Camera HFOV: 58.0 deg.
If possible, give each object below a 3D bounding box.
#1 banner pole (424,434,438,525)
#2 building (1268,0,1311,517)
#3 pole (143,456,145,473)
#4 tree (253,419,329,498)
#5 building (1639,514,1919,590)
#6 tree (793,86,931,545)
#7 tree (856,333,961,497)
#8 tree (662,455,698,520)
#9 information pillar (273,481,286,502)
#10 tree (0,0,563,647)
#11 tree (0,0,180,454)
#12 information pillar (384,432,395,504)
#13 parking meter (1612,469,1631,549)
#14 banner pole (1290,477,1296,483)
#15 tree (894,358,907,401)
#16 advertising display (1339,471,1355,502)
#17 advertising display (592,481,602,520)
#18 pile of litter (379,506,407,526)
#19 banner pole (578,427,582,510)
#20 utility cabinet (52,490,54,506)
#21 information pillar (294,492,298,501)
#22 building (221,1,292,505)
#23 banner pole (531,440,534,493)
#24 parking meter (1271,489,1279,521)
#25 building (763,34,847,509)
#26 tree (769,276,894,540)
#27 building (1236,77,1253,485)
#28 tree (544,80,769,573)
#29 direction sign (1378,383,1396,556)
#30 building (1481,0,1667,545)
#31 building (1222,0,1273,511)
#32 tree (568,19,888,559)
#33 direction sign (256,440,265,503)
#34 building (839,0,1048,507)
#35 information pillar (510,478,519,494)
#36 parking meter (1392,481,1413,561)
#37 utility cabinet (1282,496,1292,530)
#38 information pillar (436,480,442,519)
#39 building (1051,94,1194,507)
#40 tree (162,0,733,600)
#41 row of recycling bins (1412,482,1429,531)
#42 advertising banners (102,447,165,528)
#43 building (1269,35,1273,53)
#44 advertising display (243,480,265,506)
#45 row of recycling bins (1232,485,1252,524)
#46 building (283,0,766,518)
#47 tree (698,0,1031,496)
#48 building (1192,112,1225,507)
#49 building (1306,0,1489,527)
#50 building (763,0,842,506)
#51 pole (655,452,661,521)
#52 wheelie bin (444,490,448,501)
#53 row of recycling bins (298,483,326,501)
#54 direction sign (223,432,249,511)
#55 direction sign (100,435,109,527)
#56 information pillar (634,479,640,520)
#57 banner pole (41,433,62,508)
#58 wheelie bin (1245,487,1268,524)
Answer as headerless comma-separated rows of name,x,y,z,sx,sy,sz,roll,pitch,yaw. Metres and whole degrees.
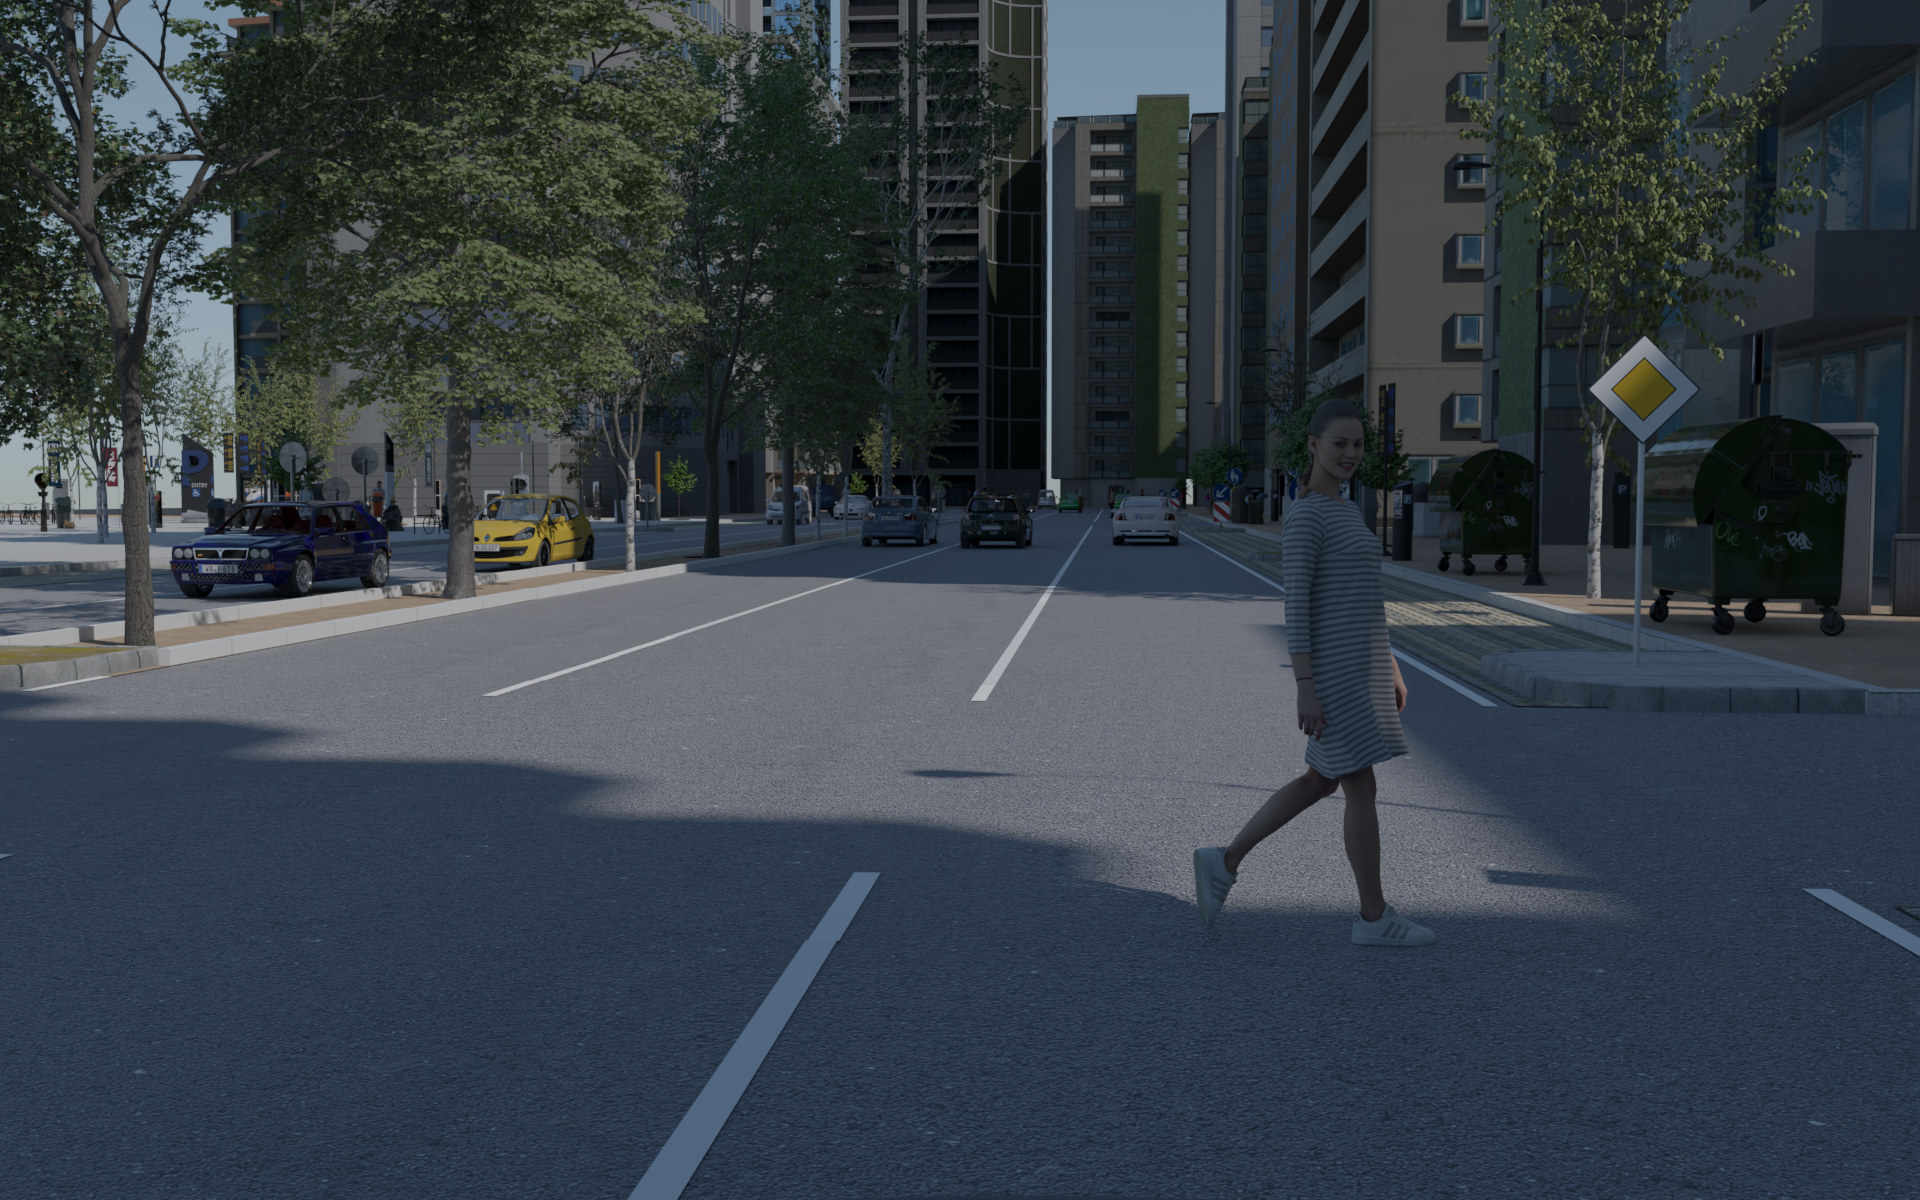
banner pole,-21.987,-5.015,72.019,0.863,3.779,0.401,3,4,36
building,24.529,-27.137,93.805,14.600,45.320,14.200,0,4,5
pole,-43.197,-5.984,91.681,0.158,3.312,0.155,0,3,0
tree,-17.211,-3.081,44.980,1.663,3.219,1.824,0,3,0
building,26.720,-24.778,24.733,30.456,49.044,23.786,0,4,5
tree,-4.707,-7.719,46.790,7.486,12.596,7.792,0,3,0
tree,-1.958,-7.572,76.629,4.737,8.622,4.395,0,3,0
tree,-13.652,-5.525,84.928,1.663,3.219,1.824,0,3,0
information pillar,-22.614,-3.247,57.586,0.304,2.012,0.304,3,5,41
tree,-7.563,-4.847,16.111,8.767,10.594,7.601,0,4,5
tree,-18.532,-6.878,29.471,9.611,12.733,9.660,0,3,0
information pillar,-21.475,-4.516,65.187,0.183,3.616,0.504,1,4,17
parking meter,15.616,-2.153,40.912,0.399,1.863,0.255,1,4,20
banner pole,11.243,-4.094,56.957,0.863,3.779,0.401,-1,4,-9
tree,-3.859,-6.473,58.656,4.360,8.622,3.978,0,3,0
advertising display,9.521,-2.291,42.664,0.123,1.923,0.974,0,4,-3
advertising display,-17.685,-4.843,84.400,0.123,1.923,0.974,-2,4,-31
pile of litter,-23.179,-3.453,70.415,1.176,0.858,1.719,-3,5,-39
banner pole,-14.298,-4.590,65.067,0.401,3.779,0.863,-1,4,-18
utility cabinet,-48.312,-5.158,93.004,1.173,1.500,0.318,3,5,39
information pillar,-28.054,-4.204,73.232,0.304,2.012,0.304,2,4,29
building,-48.661,-30.599,154.924,28.867,44.769,22.147,0,4,5
banner pole,-19.766,-5.521,80.292,0.401,3.779,0.863,-1,4,-11
parking meter,14.762,-4.453,81.214,0.372,1.533,0.369,0,3,0
building,-22.813,-27.855,147.309,23.993,40.220,32.217,0,4,5
tree,-4.387,-6.166,53.634,4.360,8.622,3.978,0,3,0
building,26.640,-21.488,123.029,14.160,30.474,14.107,0,4,5
tree,-5.881,-4.777,30.931,4.360,8.622,3.978,0,3,0
direction sign,8.783,-2.673,35.706,0.379,3.537,0.876,0,4,-7
building,22.257,-22.327,48.646,14.154,41.232,14.086,0,4,5
building,32.466,-36.775,143.278,21.231,58.520,28.212,0,4,5
tree,-5.428,-6.718,38.058,9.928,11.665,9.643,0,3,0
direction sign,-29.198,-4.916,72.372,0.379,3.537,0.876,0,4,-1
building,-1.258,-45.644,184.525,20.611,71.187,20.563,0,4,5
information pillar,-20.212,-4.535,78.640,0.304,2.012,0.304,2,4,28
parking meter,8.519,-1.524,33.335,0.372,1.533,0.369,0,3,0
utility cabinet,11.401,-2.902,58.603,0.306,1.237,1.020,-3,5,-44
information pillar,-27.132,-5.231,90.017,0.304,2.012,0.304,0,4,-8
building,16.608,-30.431,181.133,14.086,41.232,14.154,0,4,5
tree,-6.874,-6.304,23.648,7.486,12.596,7.792,0,3,0
row of recycling bins,17.224,-3.188,59.240,3.534,1.692,1.069,1,4,20
advertising banners,-30.914,-4.196,64.799,2.074,3.025,0.090,-2,4,-30
building,26.221,-20.626,108.930,14.160,30.474,14.107,0,4,5
advertising display,-32.712,-4.592,80.295,0.123,1.923,0.974,3,5,40
row of recycling bins,12.590,-4.262,76.790,1.069,1.692,3.534,0,4,7
building,-25.024,-34.398,104.401,21.231,58.520,28.212,0,4,5
tree,-3.954,-12.777,67.247,12.611,20.169,13.585,0,3,0
building,30.591,-30.322,179.356,14.086,41.232,14.154,0,4,5
building,27.131,-27.585,74.720,21.300,48.544,21.600,0,4,5
building,-26.906,-53.474,186.966,31.000,86.520,22.319,0,4,5
pole,-14.511,-5.465,83.199,0.158,3.312,0.155,0,3,0
wheelie bin,-19.529,-3.613,66.973,0.693,1.594,0.980,2,4,34
row of recycling bins,-24.300,-3.574,65.546,1.069,1.692,3.534,-1,4,-11
direction sign,-26.659,-4.395,63.848,0.876,3.537,0.379,-2,4,-35
direction sign,-32.932,-4.560,66.548,0.379,3.537,0.876,-2,4,-34
information pillar,-16.035,-4.972,85.789,0.304,2.012,0.304,-3,5,-41
banner pole,-37.333,-4.958,71.080,0.863,3.779,0.401,-3,5,-41
wheelie bin,12.520,-3.987,73.100,0.980,1.594,0.693,1,4,14
